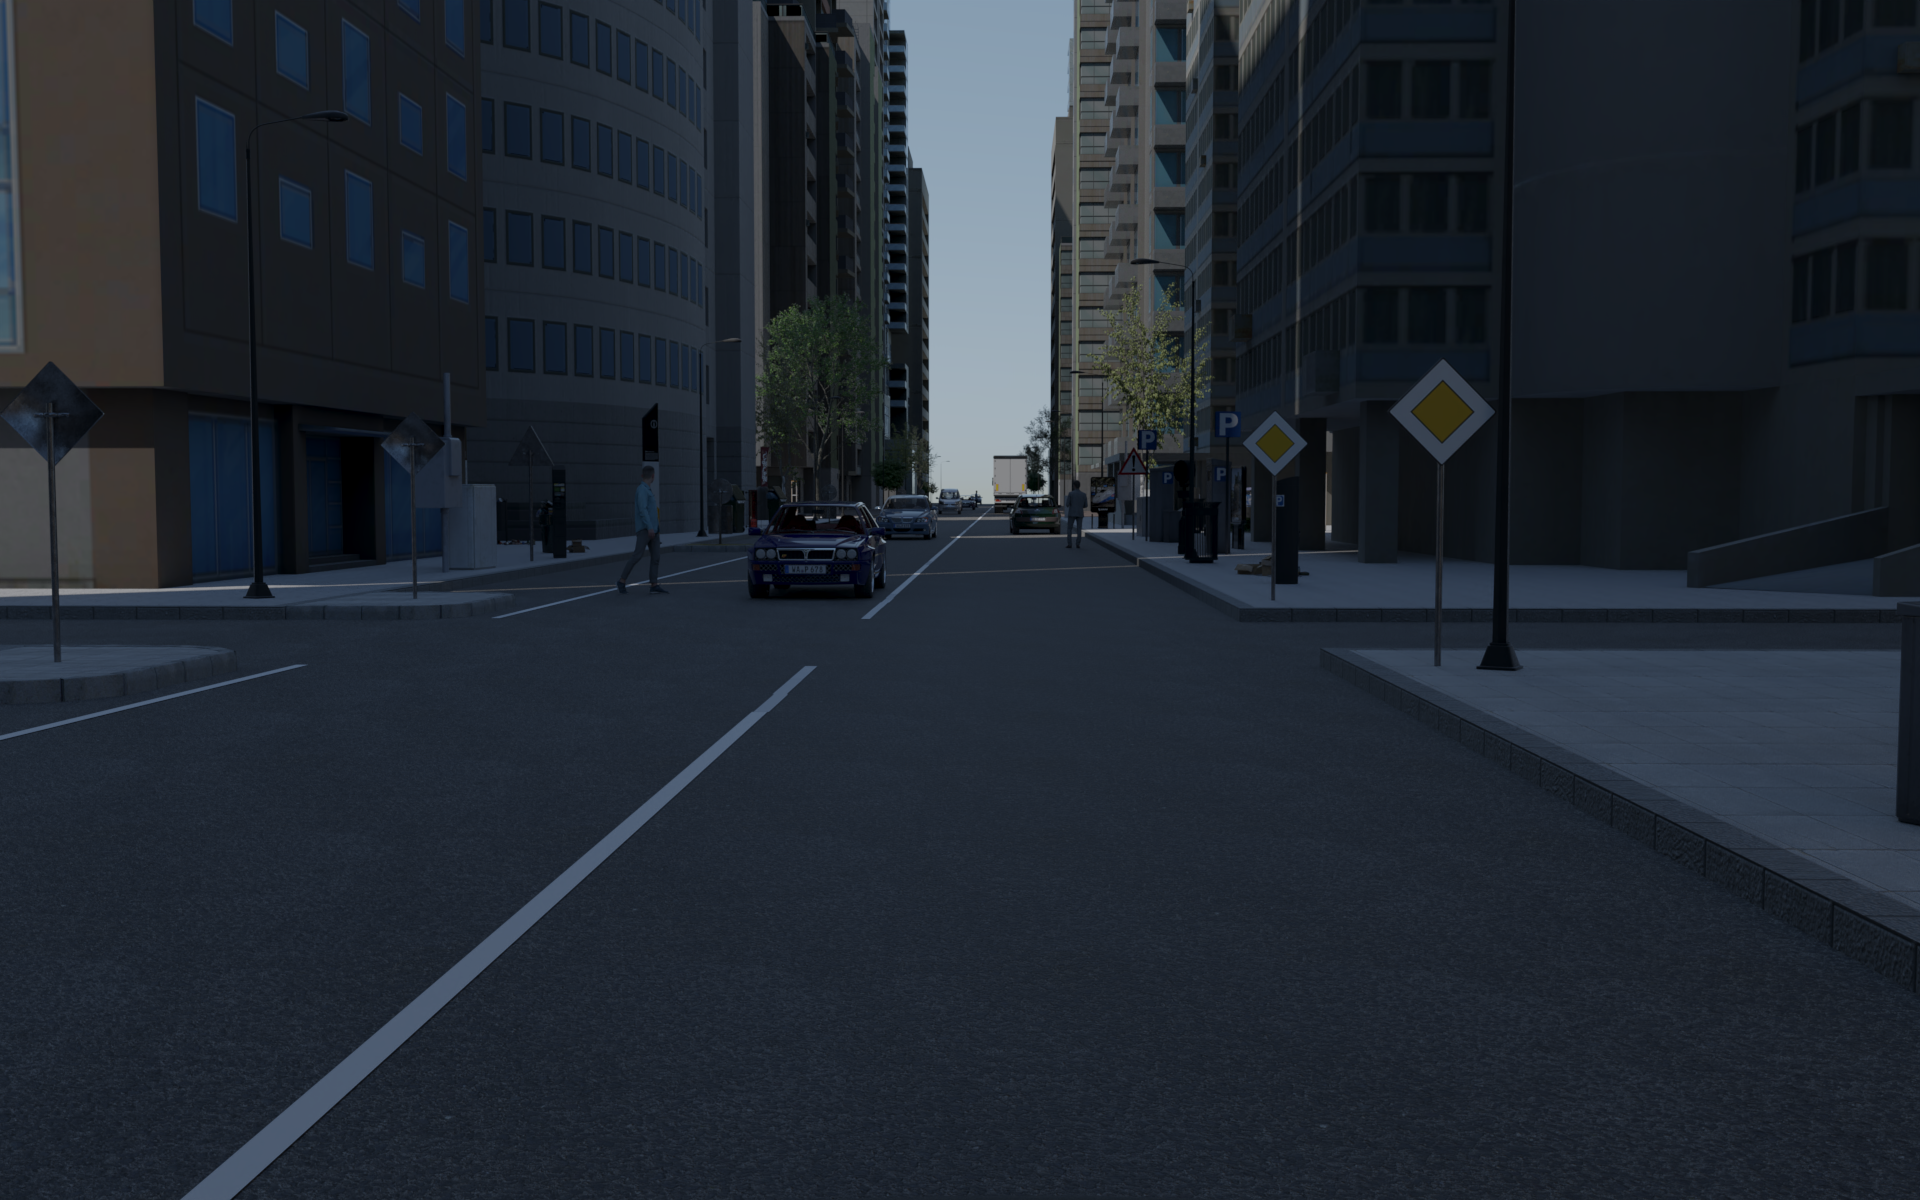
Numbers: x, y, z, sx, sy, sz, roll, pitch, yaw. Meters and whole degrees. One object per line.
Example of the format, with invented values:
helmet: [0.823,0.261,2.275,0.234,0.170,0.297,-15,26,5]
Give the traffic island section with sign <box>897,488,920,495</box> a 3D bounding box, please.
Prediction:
traffic island section with sign: [-3.997,-6.818,120.096,1.989,1.847,2.006,0,4,2]

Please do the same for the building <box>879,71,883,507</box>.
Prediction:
building: [-14.677,-29.204,161.076,14.154,41.232,14.086,0,4,2]

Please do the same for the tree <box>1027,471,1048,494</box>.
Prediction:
tree: [10.232,-15.326,234.298,4.285,4.588,4.351,0,3,0]

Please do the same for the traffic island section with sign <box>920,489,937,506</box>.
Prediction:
traffic island section with sign: [-3.252,-8.505,147.691,1.989,1.847,2.006,0,4,2]

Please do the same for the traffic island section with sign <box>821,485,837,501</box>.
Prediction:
traffic island section with sign: [-5.334,-3.817,71.038,1.989,1.847,2.006,0,4,2]

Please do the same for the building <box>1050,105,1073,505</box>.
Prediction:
building: [22.041,-36.009,212.441,21.300,48.544,21.600,0,4,2]

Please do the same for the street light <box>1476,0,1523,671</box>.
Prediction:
street light: [3.424,-2.448,12.562,1.470,5.913,1.316,0,4,2]

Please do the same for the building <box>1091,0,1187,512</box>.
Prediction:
building: [20.822,-30.063,111.143,23.786,49.044,30.456,0,4,2]

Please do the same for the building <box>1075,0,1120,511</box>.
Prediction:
building: [15.946,-27.533,133.751,14.154,41.232,14.086,0,4,2]

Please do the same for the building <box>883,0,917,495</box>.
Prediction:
building: [-16.365,-55.308,216.962,22.319,86.520,31.000,0,4,2]

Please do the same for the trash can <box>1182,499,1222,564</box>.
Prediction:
trash can: [4.489,-1.255,32.177,0.748,1.137,0.748,0,3,0]

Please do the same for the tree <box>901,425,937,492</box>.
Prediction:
tree: [-4.323,-14.353,185.027,4.360,8.622,3.978,0,3,0]

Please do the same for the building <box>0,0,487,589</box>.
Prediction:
building: [-17.198,-23.166,28.879,14.600,45.320,14.200,0,4,2]

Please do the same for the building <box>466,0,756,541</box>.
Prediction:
building: [-19.470,-31.541,57.700,21.231,58.520,28.212,0,4,2]

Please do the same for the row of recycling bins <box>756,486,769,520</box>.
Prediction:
row of recycling bins: [-10.754,-4.824,85.983,3.534,1.692,1.069,3,5,41]

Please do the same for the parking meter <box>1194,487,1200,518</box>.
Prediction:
parking meter: [8.778,-3.448,64.792,0.372,1.533,0.369,0,3,0]

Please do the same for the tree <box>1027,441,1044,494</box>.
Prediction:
tree: [10.401,-18.256,248.840,4.737,8.622,4.395,0,3,0]

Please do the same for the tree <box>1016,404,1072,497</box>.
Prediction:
tree: [9.290,-15.050,180.487,7.601,10.594,8.767,-2,4,-27]

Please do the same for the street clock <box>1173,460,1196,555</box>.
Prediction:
street clock: [4.765,-1.971,36.798,0.358,2.002,0.471,-2,4,-35]

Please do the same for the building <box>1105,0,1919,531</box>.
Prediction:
building: [22.931,-23.529,76.583,32.217,40.220,23.993,0,4,2]

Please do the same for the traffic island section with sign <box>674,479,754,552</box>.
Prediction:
traffic island section with sign: [-6.074,-2.147,43.738,1.989,1.847,2.006,0,4,2]

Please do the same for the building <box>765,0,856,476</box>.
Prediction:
building: [-19.220,-28.742,124.549,22.147,44.769,28.867,0,4,2]

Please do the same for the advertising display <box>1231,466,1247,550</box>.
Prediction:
advertising display: [6.481,-2.148,40.327,0.123,1.923,0.974,0,4,-6]

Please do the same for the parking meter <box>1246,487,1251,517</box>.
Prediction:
parking meter: [10.674,-3.400,64.002,0.372,1.533,0.369,0,3,0]

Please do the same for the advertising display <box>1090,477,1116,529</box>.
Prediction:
advertising display: [5.321,-3.616,64.331,0.974,1.923,0.123,1,4,22]

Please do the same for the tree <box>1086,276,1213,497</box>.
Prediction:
tree: [6.519,-6.675,59.501,4.737,8.622,4.395,0,3,0]

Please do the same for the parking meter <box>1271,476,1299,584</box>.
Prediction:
parking meter: [4.644,-0.997,24.715,0.372,1.533,0.369,0,3,0]

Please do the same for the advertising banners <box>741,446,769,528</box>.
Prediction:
advertising banners: [-7.570,-4.094,63.116,0.090,3.025,2.074,2,4,31]

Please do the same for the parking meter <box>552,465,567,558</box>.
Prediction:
parking meter: [-8.017,-1.770,34.644,0.255,1.863,0.399,-1,4,-15]

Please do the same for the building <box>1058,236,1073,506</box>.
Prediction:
building: [18.123,-25.907,195.272,14.160,30.474,14.107,0,4,2]

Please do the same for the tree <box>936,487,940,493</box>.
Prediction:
tree: [-3.639,-14.976,239.462,1.663,3.219,1.824,0,3,0]

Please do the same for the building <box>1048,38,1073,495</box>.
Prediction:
building: [23.713,-56.589,237.894,22.319,86.520,31.000,0,4,2]

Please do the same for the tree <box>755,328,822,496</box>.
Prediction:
tree: [-7.889,-7.681,75.950,4.360,8.622,3.978,0,3,0]

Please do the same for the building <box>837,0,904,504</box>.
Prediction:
building: [-16.730,-46.081,191.673,20.563,71.187,20.611,0,4,2]

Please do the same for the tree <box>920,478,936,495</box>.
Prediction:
tree: [-4.173,-12.904,205.583,1.663,3.219,1.824,0,3,0]

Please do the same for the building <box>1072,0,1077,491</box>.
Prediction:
building: [20.573,-37.461,154.479,21.231,58.520,28.212,0,4,2]

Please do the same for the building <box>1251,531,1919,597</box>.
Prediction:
building: [18.831,-21.062,36.240,23.993,40.220,32.217,0,4,2]

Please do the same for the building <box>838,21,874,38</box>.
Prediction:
building: [-14.678,-28.292,146.167,14.154,41.232,14.086,0,4,2]

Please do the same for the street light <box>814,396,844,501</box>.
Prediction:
street light: [-6.377,-6.726,82.513,1.470,5.913,1.316,0,4,2]

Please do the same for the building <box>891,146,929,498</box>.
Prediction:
building: [-15.470,-37.966,244.452,21.300,48.544,21.600,0,4,2]

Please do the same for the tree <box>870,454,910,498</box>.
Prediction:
tree: [-5.734,-9.668,141.780,4.285,4.588,4.351,0,3,0]

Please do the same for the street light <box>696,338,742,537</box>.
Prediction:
street light: [-7.212,-4.850,51.837,1.470,5.913,1.316,0,4,2]

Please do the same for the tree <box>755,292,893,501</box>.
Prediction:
tree: [-7.292,-9.988,89.061,9.928,11.665,9.643,0,3,0]

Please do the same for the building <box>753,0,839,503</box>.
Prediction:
building: [-14.979,-20.288,103.415,14.160,30.474,14.107,0,4,2]

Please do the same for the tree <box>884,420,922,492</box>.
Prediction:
tree: [-5.791,-13.541,171.749,4.737,8.622,4.395,0,3,0]

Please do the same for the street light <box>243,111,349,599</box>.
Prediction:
street light: [-8.105,-2.974,21.162,1.470,5.913,1.316,0,4,2]
